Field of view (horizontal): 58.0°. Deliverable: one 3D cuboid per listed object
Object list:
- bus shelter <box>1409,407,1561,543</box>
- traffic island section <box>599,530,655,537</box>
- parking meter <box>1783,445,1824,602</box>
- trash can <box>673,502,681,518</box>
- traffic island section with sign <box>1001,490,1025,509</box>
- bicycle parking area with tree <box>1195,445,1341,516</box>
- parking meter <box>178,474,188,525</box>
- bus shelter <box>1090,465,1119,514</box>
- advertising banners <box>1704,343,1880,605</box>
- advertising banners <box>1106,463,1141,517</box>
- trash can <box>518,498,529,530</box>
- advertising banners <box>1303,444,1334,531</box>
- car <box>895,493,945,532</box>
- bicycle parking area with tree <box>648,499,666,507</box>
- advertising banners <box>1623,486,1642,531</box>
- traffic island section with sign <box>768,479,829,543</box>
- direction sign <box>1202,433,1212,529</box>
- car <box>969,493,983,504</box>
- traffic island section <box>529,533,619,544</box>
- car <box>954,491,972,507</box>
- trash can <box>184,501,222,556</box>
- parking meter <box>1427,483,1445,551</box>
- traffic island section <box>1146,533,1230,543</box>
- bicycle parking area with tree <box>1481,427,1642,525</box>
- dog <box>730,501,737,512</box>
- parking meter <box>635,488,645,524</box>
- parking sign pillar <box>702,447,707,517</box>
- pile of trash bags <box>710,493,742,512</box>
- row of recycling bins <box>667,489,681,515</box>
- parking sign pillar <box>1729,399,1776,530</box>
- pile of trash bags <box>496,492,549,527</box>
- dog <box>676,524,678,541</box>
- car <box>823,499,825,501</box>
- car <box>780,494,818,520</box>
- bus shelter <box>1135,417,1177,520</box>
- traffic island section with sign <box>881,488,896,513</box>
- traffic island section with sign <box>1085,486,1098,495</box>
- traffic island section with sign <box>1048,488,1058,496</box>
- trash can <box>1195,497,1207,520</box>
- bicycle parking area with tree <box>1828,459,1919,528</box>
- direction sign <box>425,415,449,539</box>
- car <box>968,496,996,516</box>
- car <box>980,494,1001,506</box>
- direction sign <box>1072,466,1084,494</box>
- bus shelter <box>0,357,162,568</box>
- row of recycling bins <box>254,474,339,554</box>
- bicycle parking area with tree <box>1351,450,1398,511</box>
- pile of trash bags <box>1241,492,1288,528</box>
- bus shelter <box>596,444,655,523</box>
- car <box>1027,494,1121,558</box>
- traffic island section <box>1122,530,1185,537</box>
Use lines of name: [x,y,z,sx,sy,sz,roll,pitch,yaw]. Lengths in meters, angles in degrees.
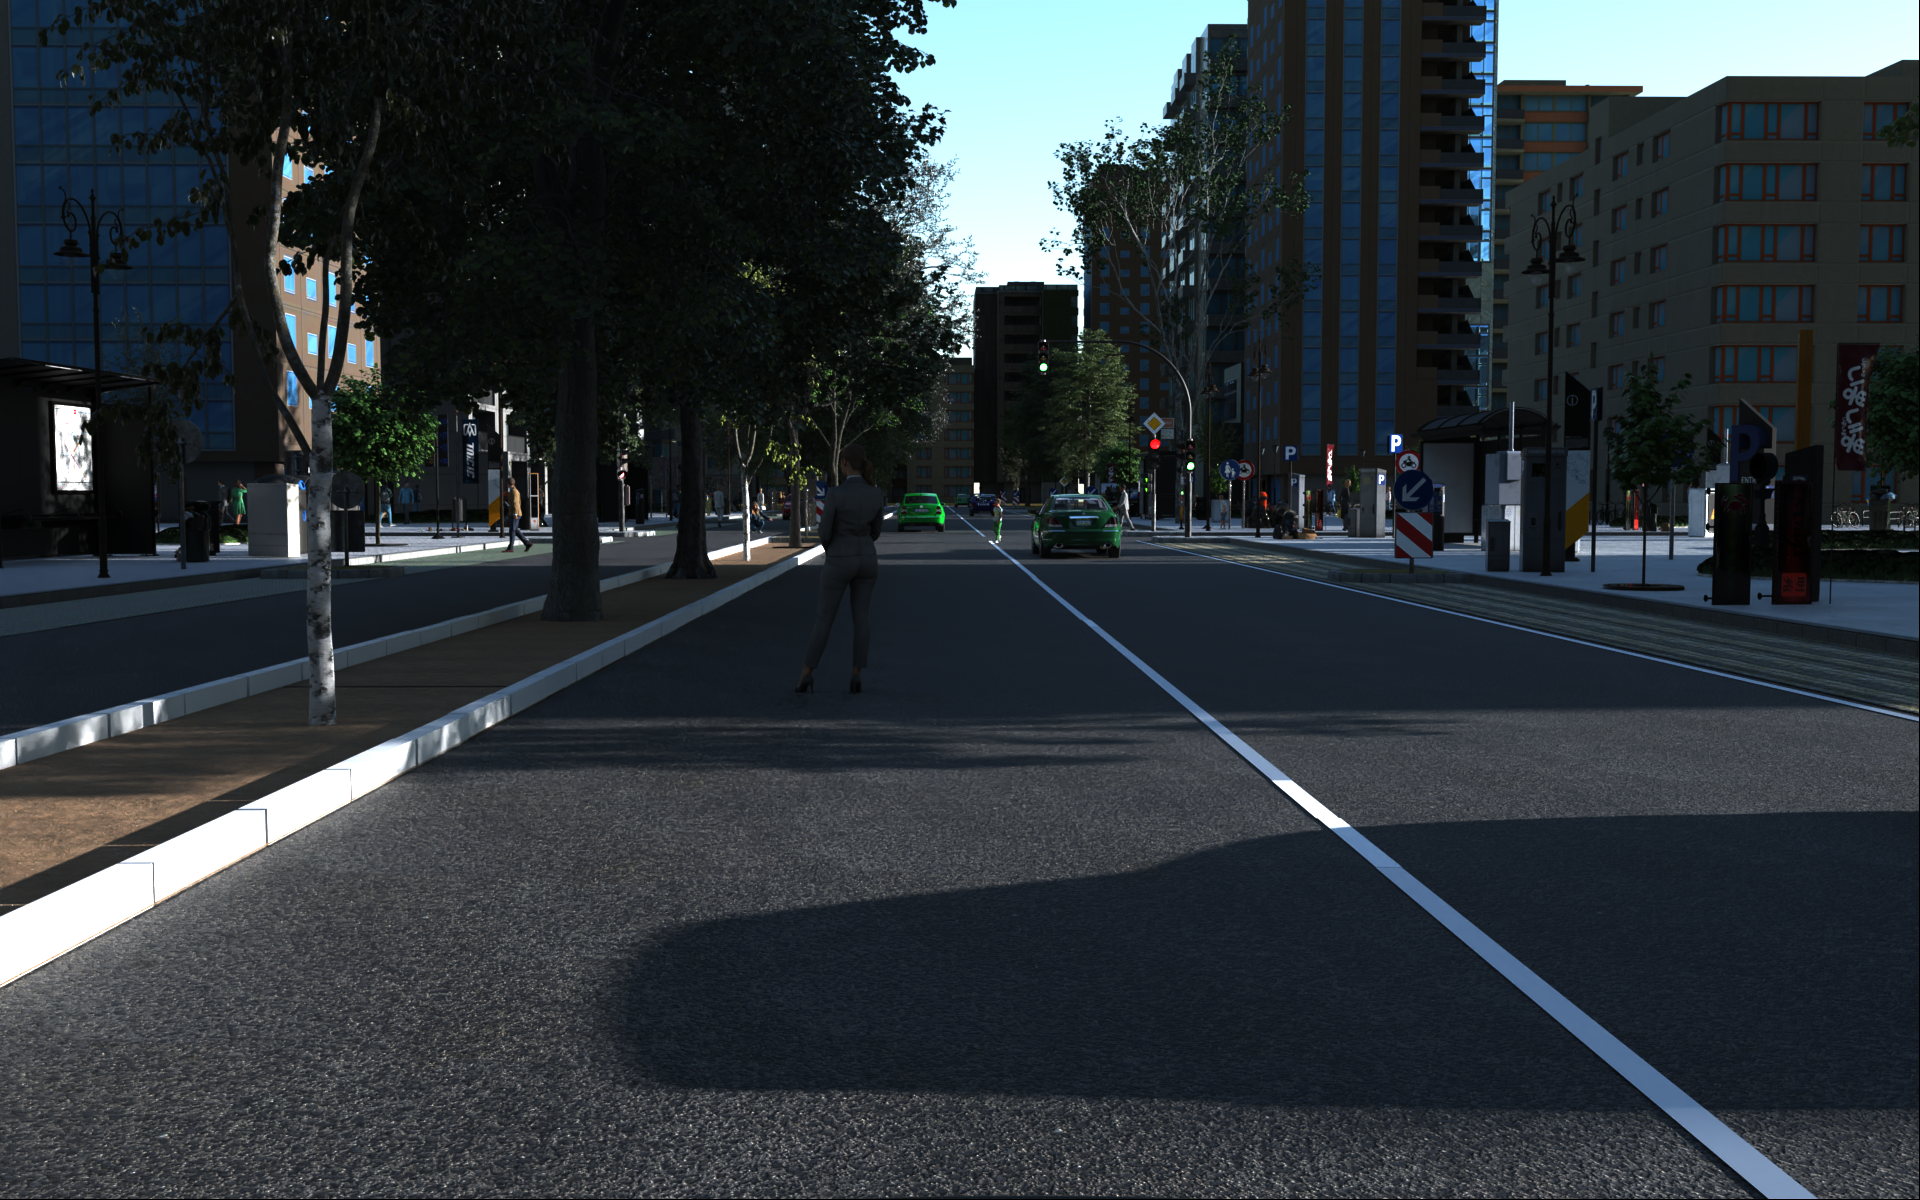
bus shelter: [12.902,-3.002,43.008,2.014,3.302,5.546,0,4,-1]
traffic island section: [-11.571,-2.259,59.222,2.009,0.180,2.903,0,4,-1]
parking meter: [10.084,-0.920,20.758,0.255,1.863,0.399,-3,5,-40]
trash can: [-15.235,-5.022,93.763,0.748,1.137,0.748,0,3,0]
traffic island section with sign: [5.058,-9.335,161.248,1.989,1.847,2.006,0,4,-1]
bicycle parking area with tree: [18.316,-7.150,103.908,9.016,4.147,8.231,1,4,14]
parking meter: [-22.437,-2.710,50.021,0.255,1.863,0.399,-2,4,-24]
bus shelter: [9.330,-6.957,107.671,2.014,3.302,5.546,0,4,-1]
advertising banners: [9.638,-1.459,20.041,2.074,3.025,0.090,0,4,-7]
advertising banners: [9.175,-6.148,96.709,2.074,3.025,0.090,0,4,1]
trash can: [-15.504,-3.075,61.923,0.748,1.137,0.748,0,3,0]
advertising banners: [12.508,-3.923,60.332,0.090,3.025,2.074,3,5,41]
car: [-1.535,-3.557,66.961,1.959,1.807,4.718,0,4,-2]
bicycle parking area with tree: [-25.464,-8.503,126.019,9.016,4.147,8.231,2,4,26]
advertising banners: [23.952,-3.986,61.353,0.090,3.025,2.074,3,5,41]
traffic island section with sign: [-4.634,-2.657,51.580,2.006,1.907,1.989,0,4,-1]
direction sign: [9.153,-4.403,63.992,0.379,3.537,0.876,0,4,1]
car: [1.814,-9.521,165.254,1.945,1.707,3.694,0,4,-3]
traffic island section: [-11.444,-1.771,51.238,2.009,0.180,2.903,0,4,-1]
car: [0.319,-11.016,188.910,1.959,1.807,4.718,0,4,-3]
trash can: [-15.777,-1.497,36.124,0.748,1.137,0.748,0,3,0]
parking meter: [10.785,-1.886,39.252,0.372,1.533,0.369,0,3,0]
traffic island section: [6.795,-1.788,51.522,2.009,0.180,2.903,0,4,-1]
bicycle parking area with tree: [25.296,-5.380,74.962,8.231,4.147,9.016,2,4,25]
dog: [-15.908,-6.570,121.801,0.513,0.831,0.800,-3,4,-37]
parking meter: [-13.654,-4.004,73.884,0.372,1.533,0.369,0,3,0]
parking sign pillar: [-15.204,-6.760,98.998,1.447,3.967,1.447,-1,4,-10]
pile of trash bags: [-17.681,-7.263,128.508,1.912,1.369,3.447,-3,4,-37]
row of recycling bins: [-16.785,-6.091,106.705,1.069,1.692,3.534,2,4,30]
parking sign pillar: [22.126,-3.663,48.363,1.447,3.967,1.447,-1,4,-17]
pile of trash bags: [-17.485,-3.567,68.069,1.912,1.369,3.447,-2,4,-29]
dog: [-6.017,-1.315,38.340,0.513,0.831,0.800,3,5,42]
car: [-7.971,-6.398,113.398,1.959,1.807,4.718,0,4,-2]
car: [-8.975,-5.385,97.092,2.155,1.783,4.494,0,4,-2]
bus shelter: [10.178,-6.768,88.280,2.179,5.291,8.768,0,4,-1]
traffic island section with sign: [-5.944,-7.705,134.115,2.006,1.907,1.989,0,4,-1]
traffic island section with sign: [6.269,-4.659,84.801,1.989,1.847,2.006,0,4,-1]
traffic island section with sign: [5.856,-6.307,111.753,1.989,1.847,2.006,0,4,-1]
trash can: [11.983,-4.529,85.697,0.748,1.137,0.748,0,3,0]
bicycle parking area with tree: [38.017,-4.840,66.134,9.016,4.147,8.231,-3,4,-38]
direction sign: [-14.954,-3.519,49.533,0.876,3.537,0.379,2,4,27]
car: [1.480,-6.149,113.111,1.945,1.354,3.894,0,4,-1]
car: [2.257,-7.854,140.211,2.131,1.459,4.920,0,4,-1]
direction sign: [9.115,-8.682,133.942,0.876,3.537,0.379,-1,4,-9]
bus shelter: [-17.111,-2.539,32.793,1.731,3.624,6.357,0,4,-1]
row of recycling bins: [-14.367,-1.855,37.441,1.069,1.692,3.534,0,4,-1]
bicycle parking area with tree: [23.916,-7.759,113.859,9.016,4.147,8.231,-3,5,-39]
pile of trash bags: [11.672,-3.450,66.165,1.912,1.369,3.447,0,4,2]
bus shelter: [-15.628,-5.499,81.190,1.731,3.624,6.357,0,4,-1]
car: [2.669,-1.746,40.351,2.131,1.459,4.920,0,4,-1]
traffic island section: [6.668,-2.277,59.506,2.009,0.180,2.903,0,4,-1]
